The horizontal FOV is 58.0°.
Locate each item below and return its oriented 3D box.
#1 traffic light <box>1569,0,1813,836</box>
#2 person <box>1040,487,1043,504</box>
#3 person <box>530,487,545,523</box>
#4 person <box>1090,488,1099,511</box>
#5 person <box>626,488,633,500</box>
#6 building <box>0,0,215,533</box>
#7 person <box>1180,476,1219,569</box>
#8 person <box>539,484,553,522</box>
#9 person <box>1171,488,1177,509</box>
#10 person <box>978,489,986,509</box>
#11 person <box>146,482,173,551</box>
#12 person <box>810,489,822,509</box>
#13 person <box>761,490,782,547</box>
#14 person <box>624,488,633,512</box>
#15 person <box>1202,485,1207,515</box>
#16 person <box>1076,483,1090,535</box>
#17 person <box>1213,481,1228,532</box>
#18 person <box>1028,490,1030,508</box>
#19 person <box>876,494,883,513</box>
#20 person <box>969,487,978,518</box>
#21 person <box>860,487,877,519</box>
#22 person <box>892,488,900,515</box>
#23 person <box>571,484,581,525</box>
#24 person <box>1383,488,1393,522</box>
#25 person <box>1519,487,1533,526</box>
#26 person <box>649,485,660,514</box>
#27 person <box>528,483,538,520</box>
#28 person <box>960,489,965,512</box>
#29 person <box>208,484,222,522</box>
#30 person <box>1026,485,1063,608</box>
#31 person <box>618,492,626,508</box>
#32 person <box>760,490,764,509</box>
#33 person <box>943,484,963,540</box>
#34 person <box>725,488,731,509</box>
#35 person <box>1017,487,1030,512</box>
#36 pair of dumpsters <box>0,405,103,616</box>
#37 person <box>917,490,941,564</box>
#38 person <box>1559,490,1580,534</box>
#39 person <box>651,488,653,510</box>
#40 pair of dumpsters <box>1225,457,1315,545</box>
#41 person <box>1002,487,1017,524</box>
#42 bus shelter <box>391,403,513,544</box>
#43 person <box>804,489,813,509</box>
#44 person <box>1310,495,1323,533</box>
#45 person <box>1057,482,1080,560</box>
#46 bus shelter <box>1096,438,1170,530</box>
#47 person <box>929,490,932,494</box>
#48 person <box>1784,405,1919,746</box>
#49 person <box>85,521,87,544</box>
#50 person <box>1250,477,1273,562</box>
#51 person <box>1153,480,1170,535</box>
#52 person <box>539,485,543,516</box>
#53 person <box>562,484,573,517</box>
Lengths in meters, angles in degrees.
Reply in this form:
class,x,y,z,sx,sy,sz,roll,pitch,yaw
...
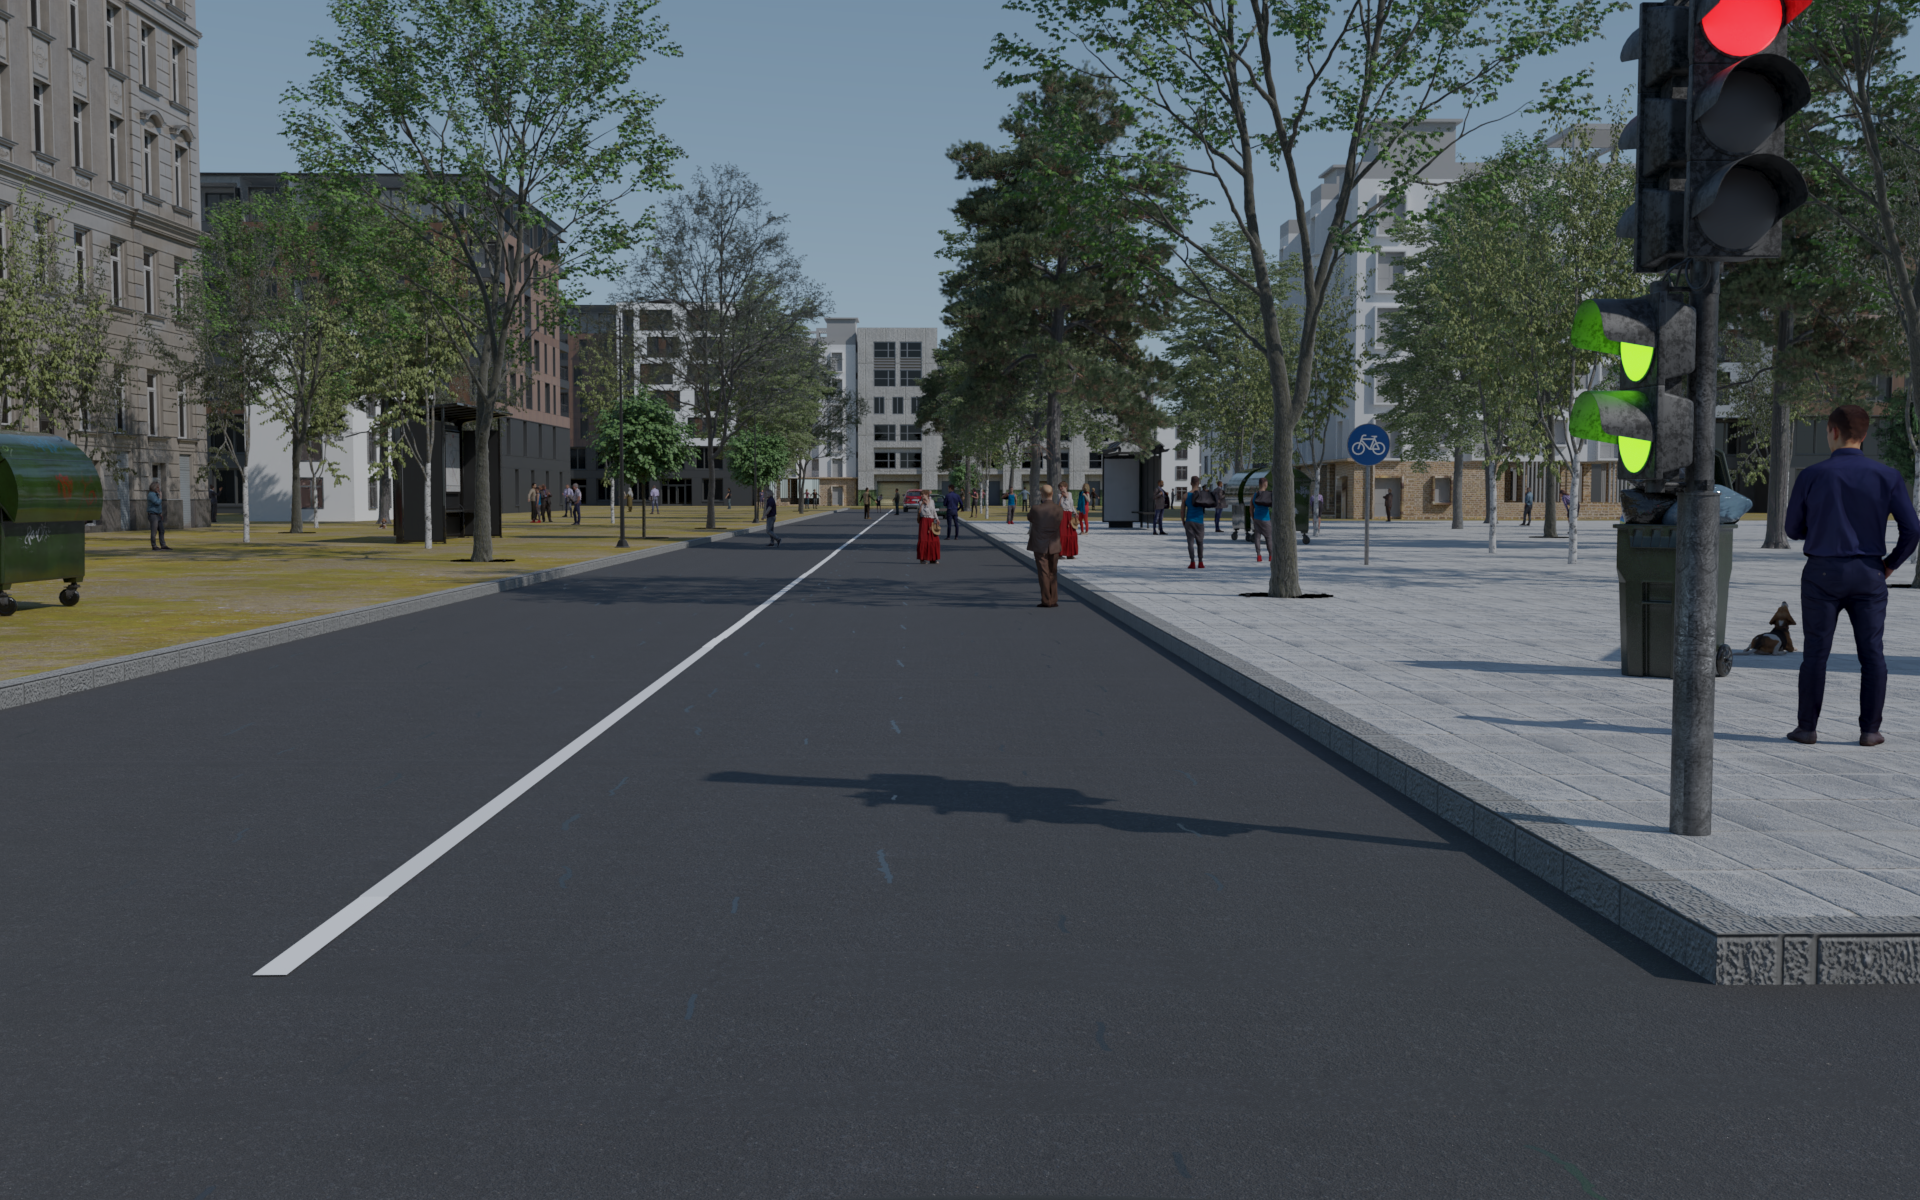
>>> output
class,x,y,z,sx,sy,sz,roll,pitch,yaw
traffic light,2.747,-1.052,6.446,0.839,4.213,0.868,0,4,-2
person,5.368,-6.624,115.062,1.217,1.735,0.721,0,4,6
person,-18.755,-4.215,76.829,0.662,1.594,0.647,-1,4,-16
person,10.415,-7.802,134.122,0.721,1.766,1.217,-2,4,-28
person,-27.071,-8.322,142.207,0.705,1.812,1.348,-2,4,-29
building,-34.228,-15.691,53.809,12.463,27.353,25.104,0,4,-2
person,4.101,-1.333,29.704,0.647,1.594,0.662,0,4,-2
person,-19.028,-4.460,79.654,0.600,1.739,0.565,2,4,34
person,17.951,-8.463,144.938,0.750,1.759,0.617,2,4,32
person,1.888,-8.915,152.515,1.217,1.743,0.721,2,4,35
person,-18.062,-1.877,38.952,0.429,1.552,0.499,1,4,17
person,-12.314,-8.607,147.591,1.217,1.723,0.721,-3,4,-37
person,-5.062,-2.196,46.611,0.471,1.553,0.569,2,4,35
person,-23.842,-7.207,124.608,0.721,1.736,1.217,1,4,16
person,15.154,-6.206,107.471,0.705,1.831,1.348,1,4,21
person,3.841,-2.834,54.084,0.444,1.614,0.593,0,4,5
person,8.742,-3.135,58.114,0.431,1.722,0.655,-1,4,-12
person,6.459,-9.281,158.700,0.530,1.710,0.541,-1,4,-22
person,-6.222,-7.487,134.107,0.799,1.438,0.628,2,4,31
person,0.716,-5.286,93.933,0.593,1.643,0.415,1,4,18
person,-5.318,-5.557,99.453,1.348,1.812,0.705,3,5,41
person,-4.339,-6.729,118.547,0.705,1.821,1.348,1,4,16
person,-15.917,-3.962,71.754,0.436,1.711,0.756,-1,4,-11
person,19.991,-4.442,80.939,0.388,1.546,0.482,3,5,44
person,22.786,-3.749,69.551,0.499,1.552,0.429,-1,4,-19
person,-19.524,-6.397,110.506,0.709,1.838,0.599,-2,4,-33
person,-20.738,-4.795,84.444,0.705,1.823,1.348,1,4,17
person,0.070,-7.167,123.940,0.721,1.735,1.217,-1,4,-21
person,-33.809,-4.396,78.724,0.742,1.727,0.445,0,4,4
person,1.060,-0.682,21.919,0.482,1.546,0.388,-1,4,-16
person,-30.441,-9.183,156.199,0.705,1.823,1.348,-3,5,-40
person,-17.399,-8.869,151.964,0.541,1.710,0.530,-1,4,-22
person,-0.266,-2.758,54.305,0.576,1.737,0.504,-2,4,-35
person,-19.443,-8.535,145.599,0.705,1.822,1.348,1,4,8
person,4.714,-7.327,125.827,1.348,1.826,0.705,1,4,12
pair of dumpsters,-10.494,-0.926,17.632,1.574,2.255,4.436,0,4,-1
person,-0.658,-1.504,35.556,0.523,1.526,0.387,-2,4,-29
person,19.669,-2.854,55.947,0.421,1.427,0.697,-3,4,-37
person,-25.179,-8.254,141.517,0.721,1.766,1.217,0,4,-2
pair of dumpsters,8.205,-2.658,45.948,1.574,2.255,4.436,0,4,-2
person,2.106,-4.006,73.410,0.647,1.594,0.662,-1,4,-14
bus shelter,-13.828,-3.441,47.542,1.731,3.624,6.357,0,4,-1
person,-13.304,-8.832,151.164,1.217,1.743,0.721,2,4,26
person,11.689,-2.906,56.784,0.421,1.427,0.697,1,4,9
person,2.074,-1.552,33.890,0.523,1.526,0.387,-3,4,-37
bus shelter,6.259,-4.246,63.345,2.014,3.302,5.546,0,4,-2
person,-2.110,-6.837,121.227,0.436,1.711,0.756,0,4,1
person,4.564,-0.133,8.929,0.576,1.737,0.504,1,4,12
person,-22.735,-2.217,44.509,0.590,1.554,0.614,-3,5,-42
person,5.797,-1.519,32.755,0.647,1.594,0.662,2,4,30
person,6.308,-2.897,54.226,0.431,1.722,0.655,3,5,39
person,-24.765,-5.880,102.313,0.705,1.807,1.348,-1,4,-13
person,-21.950,-5.554,96.718,0.709,1.838,0.599,1,4,14
